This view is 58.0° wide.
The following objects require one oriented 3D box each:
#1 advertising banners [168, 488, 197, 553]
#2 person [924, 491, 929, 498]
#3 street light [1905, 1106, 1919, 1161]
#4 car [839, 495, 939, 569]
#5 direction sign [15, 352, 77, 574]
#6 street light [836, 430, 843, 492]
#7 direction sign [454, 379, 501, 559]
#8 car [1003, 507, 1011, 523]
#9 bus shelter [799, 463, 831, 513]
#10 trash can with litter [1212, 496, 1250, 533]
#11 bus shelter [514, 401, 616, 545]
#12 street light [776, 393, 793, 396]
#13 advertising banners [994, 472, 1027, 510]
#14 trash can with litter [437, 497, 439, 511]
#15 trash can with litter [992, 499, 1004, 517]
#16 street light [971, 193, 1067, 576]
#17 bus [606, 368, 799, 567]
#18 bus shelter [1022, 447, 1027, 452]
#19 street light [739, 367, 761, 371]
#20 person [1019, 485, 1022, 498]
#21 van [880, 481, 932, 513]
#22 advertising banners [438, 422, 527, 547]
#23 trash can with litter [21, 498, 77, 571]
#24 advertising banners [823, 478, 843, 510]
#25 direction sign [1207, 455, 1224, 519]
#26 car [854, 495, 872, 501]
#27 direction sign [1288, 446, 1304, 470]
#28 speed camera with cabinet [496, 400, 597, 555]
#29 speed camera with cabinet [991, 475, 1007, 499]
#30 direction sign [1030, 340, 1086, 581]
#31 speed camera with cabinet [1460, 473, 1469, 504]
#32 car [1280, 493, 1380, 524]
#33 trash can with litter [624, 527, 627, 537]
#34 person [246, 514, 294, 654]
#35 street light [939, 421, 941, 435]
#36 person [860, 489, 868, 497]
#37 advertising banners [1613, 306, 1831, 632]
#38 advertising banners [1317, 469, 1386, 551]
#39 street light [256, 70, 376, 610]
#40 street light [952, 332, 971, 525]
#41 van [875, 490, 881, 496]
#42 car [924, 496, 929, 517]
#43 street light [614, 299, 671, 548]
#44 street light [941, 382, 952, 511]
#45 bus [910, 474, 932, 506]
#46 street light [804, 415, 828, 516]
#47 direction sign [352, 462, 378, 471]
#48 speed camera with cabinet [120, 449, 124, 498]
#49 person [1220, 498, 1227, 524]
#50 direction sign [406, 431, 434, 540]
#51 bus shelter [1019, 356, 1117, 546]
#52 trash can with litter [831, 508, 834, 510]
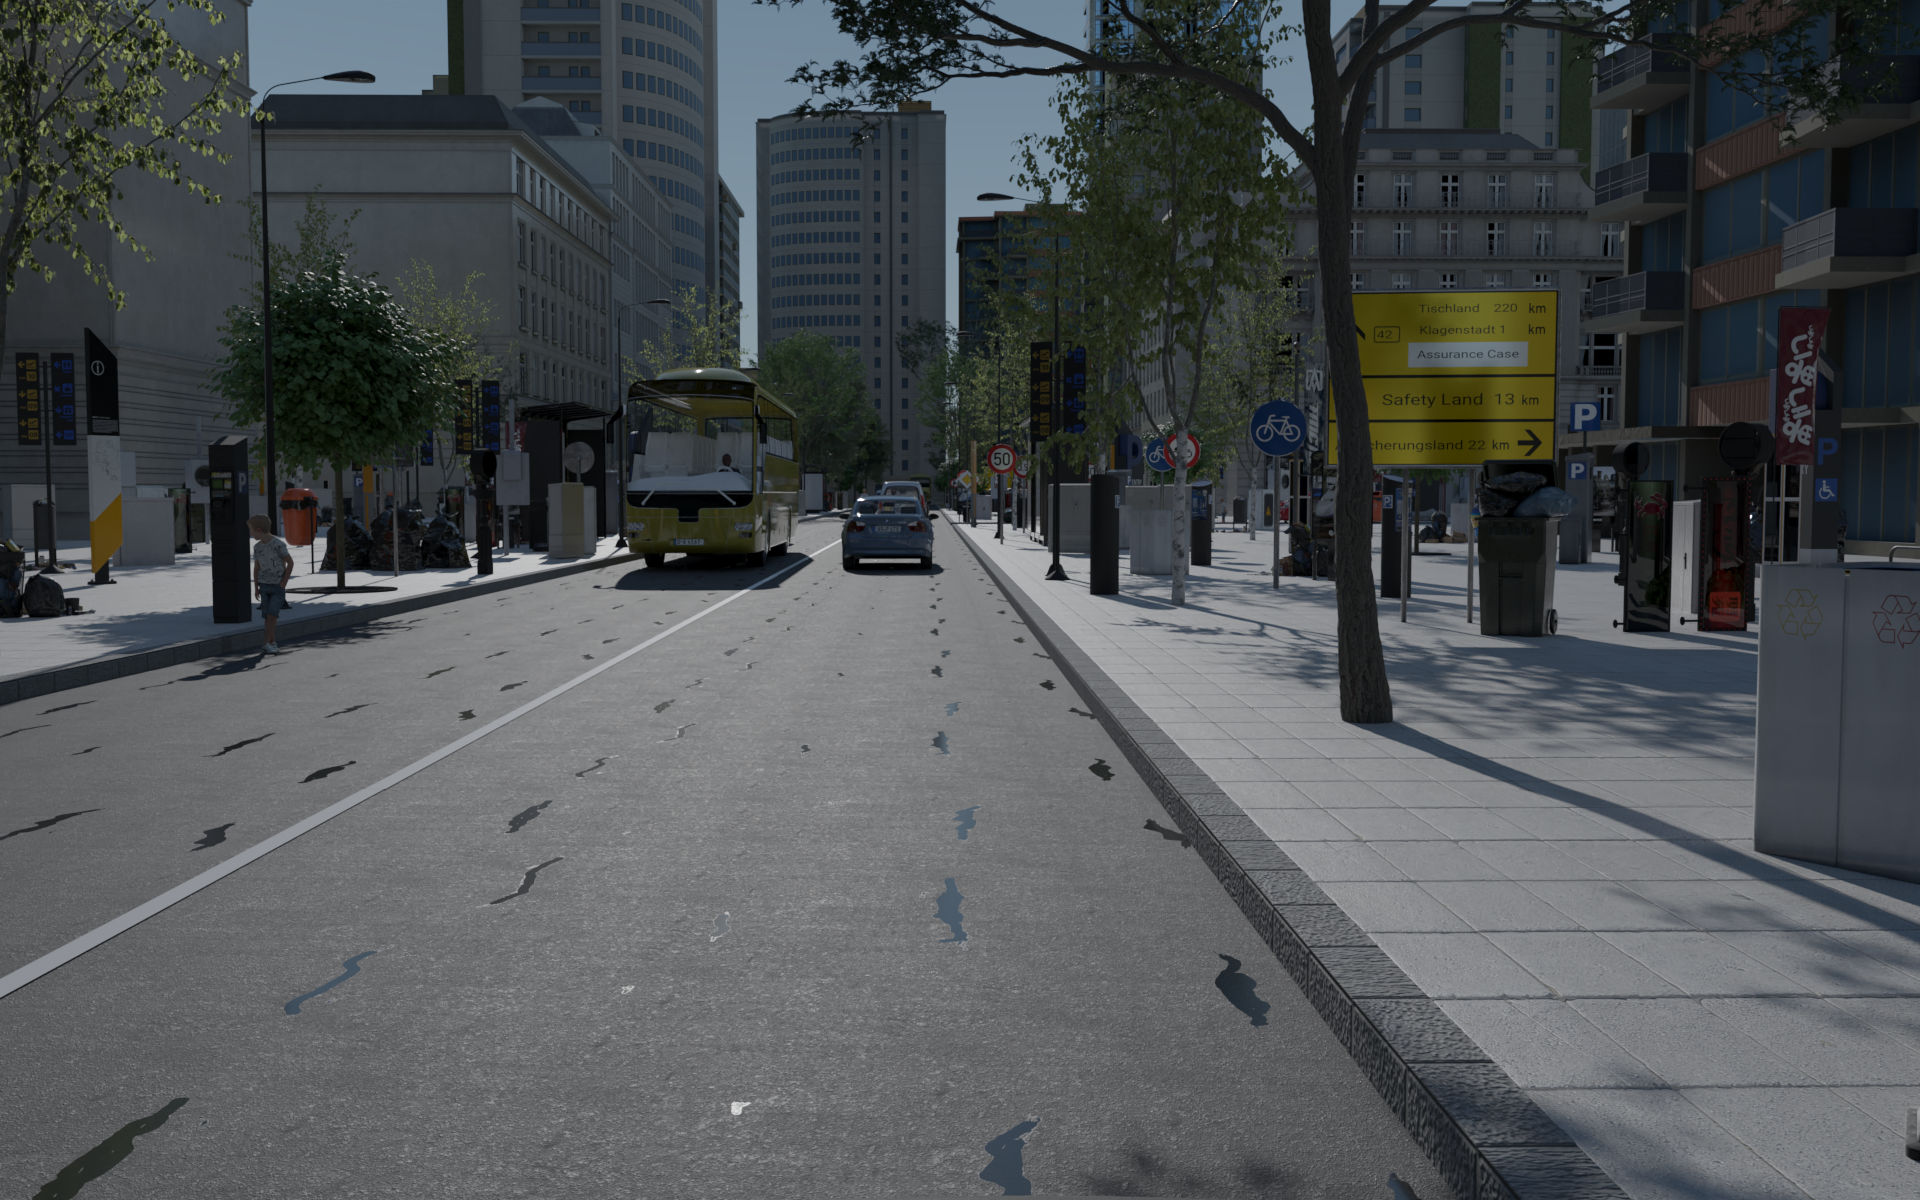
[{"bbox_3d":[-17.602,-2.515,37.308,2.074,3.025,0.090,-1,4,-14],"label":"advertising banners"},{"bbox_3d":[-3.769,-10.632,183.117,1.217,1.735,0.721,-2,4,-29],"label":"person"},{"bbox_3d":[1.472,-1.876,3.209,1.470,5.913,1.316,0,4,-1],"label":"street light"},{"bbox_3d":[-1.415,-1.366,34.333,2.014,1.417,4.499,0,4,-1],"label":"car"},{"bbox_3d":[-14.639,-2.190,27.808,0.876,3.537,0.379,0,4,-7],"label":"direction sign"},{"bbox_3d":[-9.085,-9.286,124.366,1.470,5.913,1.316,0,4,-1],"label":"street light"},{"bbox_3d":[-9.574,-2.595,34.426,0.876,3.537,0.379,-2,4,-27],"label":"direction sign"},{"bbox_3d":[3.951,-4.146,77.570,4.222,1.686,2.009,0,3,0],"label":"car"},{"bbox_3d":[-9.883,-7.547,117.311,2.014,3.302,5.546,0,4,-1],"label":"bus shelter"},{"bbox_3d":[8.946,-2.853,57.700,2.233,1.210,1.678,-2,4,-24],"label":"trash can with litter"},{"bbox_3d":[-10.669,-3.409,47.025,1.731,3.624,6.357,0,4,-1],"label":"bus shelter"},{"bbox_3d":[-8.366,-6.564,79.870,1.470,5.913,1.316,0,4,-1],"label":"street light"},{"bbox_3d":[2.388,-5.396,84.418,2.074,3.025,0.090,-3,4,-37],"label":"advertising banners"},{"bbox_3d":[-23.561,-4.169,79.557,1.055,1.170,0.624,3,5,41],"label":"trash can with litter"},{"bbox_3d":[3.093,-5.474,100.560,2.233,1.210,1.678,1,4,21],"label":"trash can with litter"},{"bbox_3d":[0.958,-3.323,26.865,1.470,5.913,1.316,0,4,-1],"label":"street light"},{"bbox_3d":[-5.125,-2.805,37.403,2.896,3.916,12.252,0,4,-2],"label":"bus"},{"bbox_3d":[4.138,-5.957,88.676,1.731,3.624,6.357,0,4,-1],"label":"bus shelter"},{"bbox_3d":[-8.008,-5.571,63.621,1.470,5.913,1.316,0,4,-1],"label":"street light"},{"bbox_3d":[2.553,-4.089,75.167,0.447,1.846,0.655,-1,4,-14],"label":"person"},{"bbox_3d":[-1.945,-3.152,58.547,2.013,2.044,4.112,0,4,-1],"label":"van"},{"bbox_3d":[-11.501,-2.796,41.909,2.074,3.025,0.090,0,4,-3],"label":"advertising banners"},{"bbox_3d":[-15.835,-1.117,29.323,1.678,1.210,2.233,0,4,5],"label":"trash can with litter"},{"bbox_3d":[-10.486,-8.847,140.834,2.074,3.025,0.090,-1,4,-10],"label":"advertising banners"},{"bbox_3d":[13.407,-6.054,90.987,0.876,3.537,0.379,2,4,27],"label":"direction sign"},{"bbox_3d":[-7.651,-7.896,141.671,1.945,1.354,3.894,0,4,-2],"label":"car"},{"bbox_3d":[16.042,-5.526,82.345,0.876,3.537,0.379,1,4,11],"label":"direction sign"},{"bbox_3d":[-8.753,-2.588,36.653,2.038,3.252,0.660,-1,4,-13],"label":"speed camera with cabinet"},{"bbox_3d":[2.361,-5.610,86.063,0.660,3.252,2.038,3,5,40],"label":"speed camera with cabinet"},{"bbox_3d":[1.455,-2.064,25.750,0.876,3.537,0.379,2,4,24],"label":"direction sign"},{"bbox_3d":[33.518,-7.456,116.240,0.660,3.252,2.038,-2,4,-28],"label":"speed camera with cabinet"},{"bbox_3d":[16.117,-4.081,75.757,4.494,1.783,2.155,0,4,-1],"label":"car"},{"bbox_3d":[-9.582,-2.451,51.464,1.055,1.170,0.624,-1,4,-12],"label":"trash can with litter"},{"bbox_3d":[-6.209,-0.148,15.607,0.352,1.250,0.332,-3,5,-45],"label":"person"},{"bbox_3d":[-0.181,-7.037,87.596,1.470,5.913,1.316,0,4,-1],"label":"street light"},{"bbox_3d":[-5.318,-5.430,97.957,0.731,1.740,0.598,0,4,5],"label":"person"},{"bbox_3d":[7.102,-1.219,16.112,2.074,3.025,0.090,0,4,-8],"label":"advertising banners"},{"bbox_3d":[8.890,-2.635,39.263,2.074,3.025,0.090,-1,4,-22],"label":"advertising banners"},{"bbox_3d":[-7.108,-2.850,19.144,1.470,5.913,1.316,0,4,-1],"label":"street light"},{"bbox_3d":[0.584,-4.718,49.674,1.470,5.913,1.316,0,4,-1],"label":"street light"},{"bbox_3d":[-7.446,-9.844,167.968,2.013,2.044,4.112,0,4,-3],"label":"van"},{"bbox_3d":[-2.579,-5.274,96.023,2.009,1.686,4.222,0,3,0],"label":"car"},{"bbox_3d":[-7.587,-4.213,41.422,1.470,5.913,1.316,0,4,-1],"label":"street light"},{"bbox_3d":[0.047,-6.075,71.870,1.470,5.913,1.316,0,4,-1],"label":"street light"},{"bbox_3d":[-4.735,-13.210,207.526,2.896,3.916,12.252,0,4,-1],"label":"bus"},{"bbox_3d":[-8.634,-7.922,102.071,1.470,5.913,1.316,0,4,-1],"label":"street light"},{"bbox_3d":[-20.405,-4.122,59.388,0.876,3.537,0.379,0,4,0],"label":"direction sign"},{"bbox_3d":[-29.718,-4.080,61.049,0.660,3.252,2.038,3,5,42],"label":"speed camera with cabinet"},{"bbox_3d":[11.717,-3.908,77.078,0.352,1.250,0.332,2,4,33],"label":"person"},{"bbox_3d":[-15.025,-3.422,47.948,0.876,3.537,0.379,-1,4,-12],"label":"direction sign"},{"bbox_3d":[2.765,-4.230,46.786,2.179,5.291,8.768,0,4,-1],"label":"bus shelter"},{"bbox_3d":[-10.811,-7.737,137.553,2.233,1.210,1.678,3,4,39],"label":"trash can with litter"}]
